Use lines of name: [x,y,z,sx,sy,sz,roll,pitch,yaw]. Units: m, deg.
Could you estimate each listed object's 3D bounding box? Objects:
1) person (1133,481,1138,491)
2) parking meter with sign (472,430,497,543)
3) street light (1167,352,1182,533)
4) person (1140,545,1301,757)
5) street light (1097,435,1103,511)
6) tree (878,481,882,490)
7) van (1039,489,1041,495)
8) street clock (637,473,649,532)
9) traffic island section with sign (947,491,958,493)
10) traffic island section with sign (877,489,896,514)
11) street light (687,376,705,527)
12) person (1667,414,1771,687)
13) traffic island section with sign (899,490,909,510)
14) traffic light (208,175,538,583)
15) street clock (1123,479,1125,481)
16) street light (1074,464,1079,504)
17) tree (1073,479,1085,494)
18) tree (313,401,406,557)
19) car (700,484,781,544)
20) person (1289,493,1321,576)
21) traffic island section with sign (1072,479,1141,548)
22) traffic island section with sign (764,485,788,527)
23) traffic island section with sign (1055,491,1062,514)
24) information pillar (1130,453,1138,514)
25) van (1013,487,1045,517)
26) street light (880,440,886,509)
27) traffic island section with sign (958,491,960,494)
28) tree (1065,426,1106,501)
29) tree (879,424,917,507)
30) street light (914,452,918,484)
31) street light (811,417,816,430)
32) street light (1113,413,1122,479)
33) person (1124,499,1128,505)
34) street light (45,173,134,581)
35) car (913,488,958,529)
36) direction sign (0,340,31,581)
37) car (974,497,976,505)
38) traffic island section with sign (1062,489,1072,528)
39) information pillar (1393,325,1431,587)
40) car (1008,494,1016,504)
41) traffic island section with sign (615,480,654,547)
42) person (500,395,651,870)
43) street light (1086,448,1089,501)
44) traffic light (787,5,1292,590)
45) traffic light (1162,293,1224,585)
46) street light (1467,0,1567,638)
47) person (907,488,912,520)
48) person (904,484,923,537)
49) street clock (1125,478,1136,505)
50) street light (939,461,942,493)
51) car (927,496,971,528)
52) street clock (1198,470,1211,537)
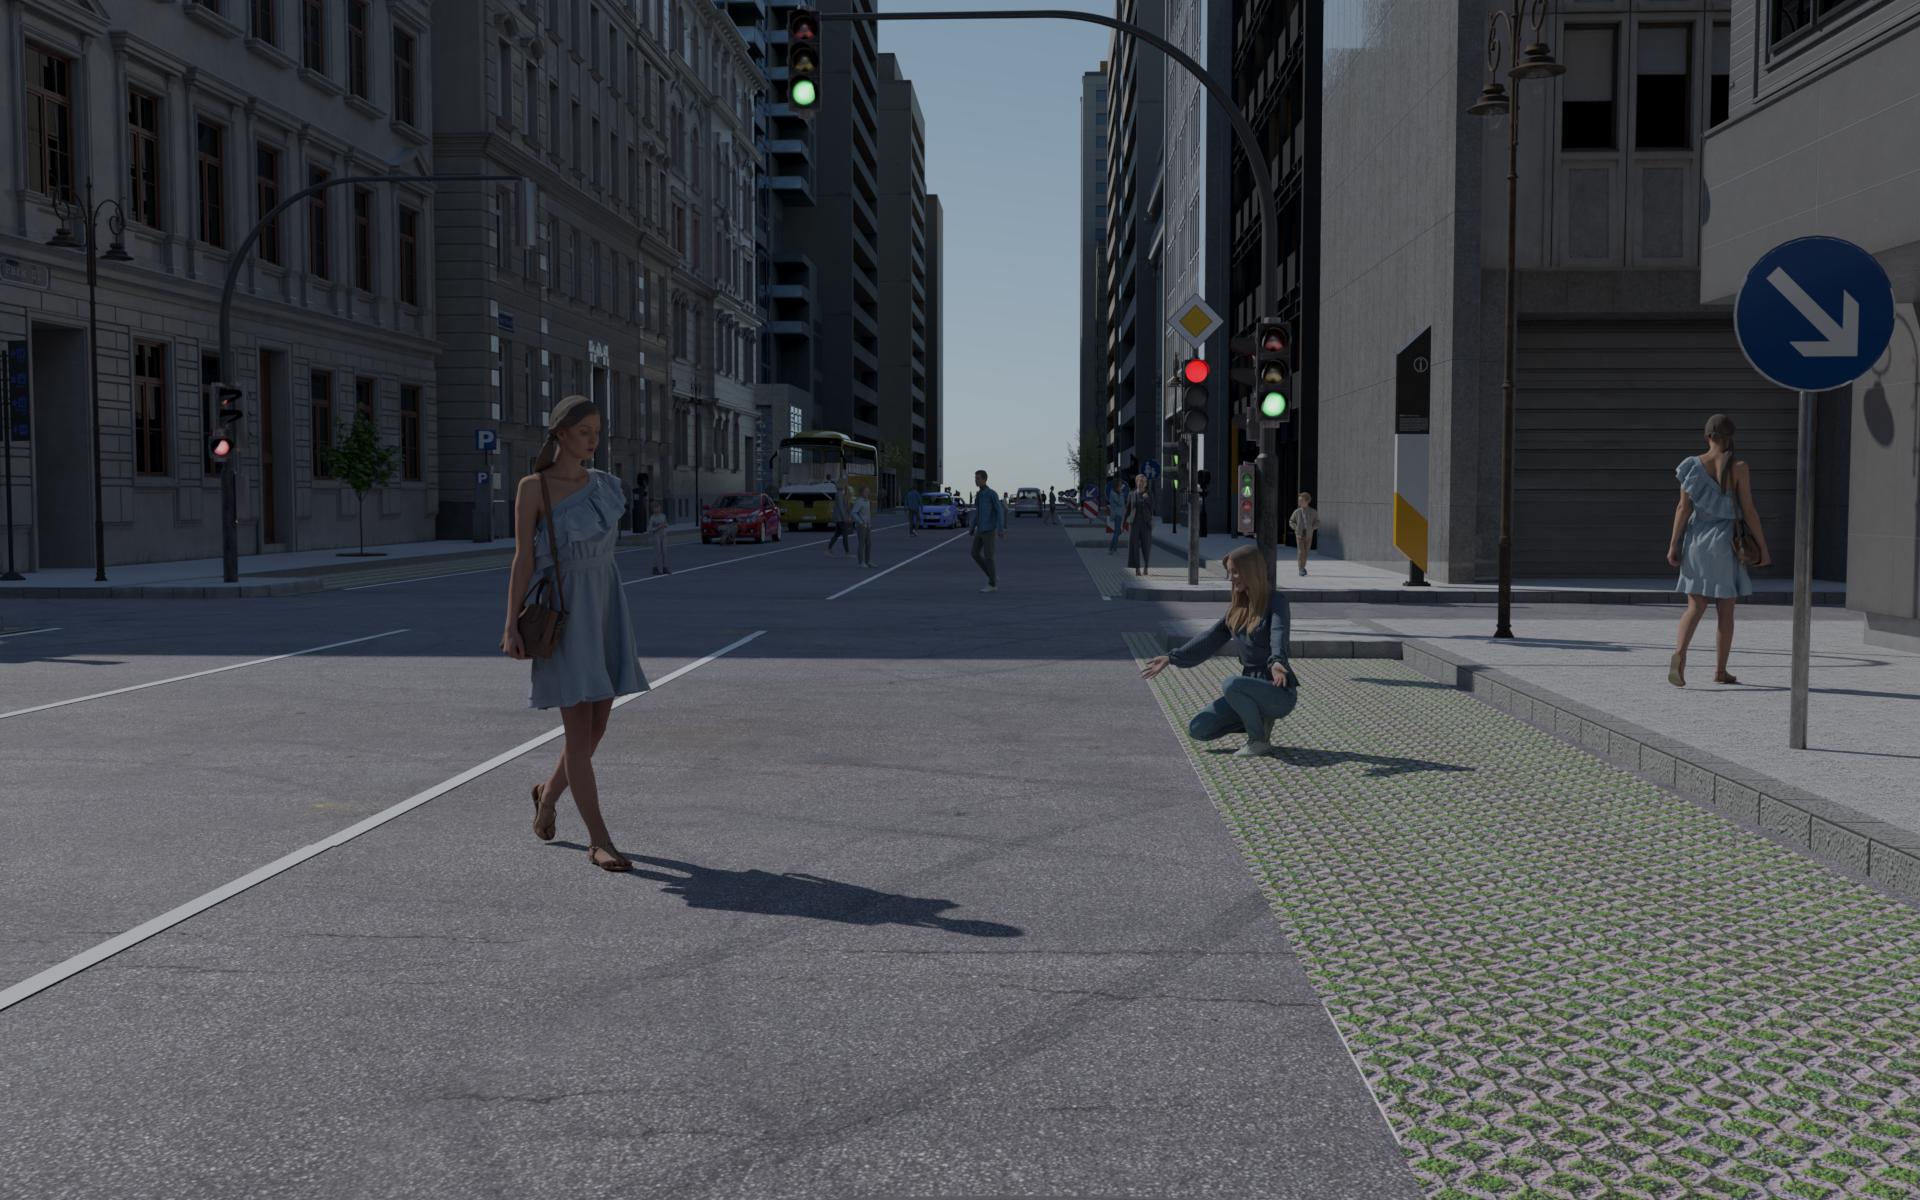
person: [7.498,-4.042,71.937,0.655,1.846,0.447,-1,4,-16]
parking meter with sign: [-12.711,-3.052,46.168,0.543,3.016,1.738,-1,4,-9]
street light: [6.996,-5.109,56.314,0.468,5.910,1.993,0,4,3]
person: [1.561,0.278,9.449,0.738,1.151,1.012,-2,4,-26]
street light: [10.705,-9.786,132.782,0.468,5.910,1.993,0,4,3]
tree: [-6.991,-8.664,136.250,1.663,3.219,1.824,0,3,0]
van: [8.702,-12.306,205.581,2.240,2.365,5.245,0,4,2]
street clock: [-10.680,-3.289,58.350,0.358,2.002,0.471,1,4,14]
traffic island section with sign: [-1.548,-12.162,207.483,1.989,1.847,2.006,0,4,3]
traffic island section with sign: [-5.646,-7.123,125.093,1.989,1.847,2.006,0,4,3]
street light: [-10.342,-5.823,67.989,0.468,5.910,1.993,0,4,3]
person: [5.041,-0.330,11.529,0.778,1.811,0.616,-3,5,-43]
traffic island section with sign: [-4.299,-8.770,152.015,1.989,1.847,2.006,0,4,3]
traffic light: [-8.474,-3.075,24.950,4.771,5.953,1.251,0,4,3]
street clock: [7.888,-4.743,82.124,0.358,2.002,0.471,-2,4,-30]
street light: [17.051,-17.458,258.229,0.468,5.910,1.993,0,4,3]
tree: [14.041,-12.467,198.431,1.663,3.219,1.824,0,3,0]
tree: [-12.299,-2.526,35.906,1.663,3.219,1.824,0,3,0]
car: [-6.446,-2.577,51.173,2.155,1.783,4.494,0,4,4]
person: [5.420,-1.032,27.190,0.475,1.303,0.640,0,4,0]
traffic island section with sign: [4.100,-2.324,46.622,1.989,1.847,2.006,0,4,3]
traffic island section with sign: [-8.145,-4.048,74.818,1.989,1.847,2.006,0,4,3]
traffic island section with sign: [7.919,-7.028,123.531,1.989,1.847,2.006,0,4,3]
information pillar: [9.836,-6.525,98.037,0.504,3.616,0.183,2,4,31]
van: [4.266,-6.136,107.342,2.013,2.044,4.112,0,4,4]
street light: [-6.527,-10.626,146.515,0.468,5.910,1.993,0,4,3]
traffic island section with sign: [-0.204,-13.812,234.459,1.989,1.847,2.006,0,4,3]
tree: [13.559,-14.531,187.946,4.737,8.622,4.395,0,3,0]
tree: [-6.275,-13.883,177.346,4.737,8.622,4.395,0,3,0]
street light: [-4.728,-12.972,184.871,0.468,5.910,1.993,0,4,3]
street light: [-8.756,-8.000,103.581,0.468,5.910,1.993,0,4,3]
street light: [8.998,-7.717,98.953,0.468,5.910,1.993,0,4,3]
person: [8.994,-5.398,94.427,0.709,1.813,0.853,3,4,38]
street light: [-12.671,-3.216,25.367,0.468,5.910,1.993,0,4,3]
car: [-1.018,-3.772,71.268,1.945,1.707,3.694,0,4,3]
direction sign: [-14.113,-2.059,25.670,0.876,3.537,0.379,1,4,19]
car: [2.856,-13.840,235.074,1.959,1.807,4.718,0,4,2]
traffic island section with sign: [5.474,-4.013,74.240,1.989,1.847,2.006,0,4,3]
information pillar: [6.279,-1.997,24.004,0.504,3.616,0.183,-1,4,-9]
car: [7.721,-14.303,244.083,2.015,1.641,3.980,0,4,4]
traffic island section with sign: [-9.488,-2.402,47.897,1.989,1.847,2.006,0,4,3]
person: [-1.545,0.112,6.770,0.616,1.811,0.778,-3,5,-42]
street light: [12.901,-12.393,175.411,0.468,5.910,1.993,0,4,3]
traffic light: [0.787,-2.548,16.336,4.771,5.953,1.251,0,4,3]
traffic light: [3.277,-2.167,24.349,0.839,4.253,0.868,0,4,3]
street light: [4.866,-2.601,15.322,0.468,5.910,1.993,0,4,3]
person: [-2.793,-5.425,97.452,0.529,1.795,0.600,-3,5,-43]
person: [-1.553,-3.004,57.952,0.601,1.785,0.444,1,4,18]
street clock: [7.853,-4.530,78.631,0.471,2.002,0.358,0,4,4]
street light: [-2.583,-15.583,227.561,0.468,5.910,1.993,0,4,3]
car: [-0.494,-3.832,75.231,1.945,1.354,3.894,0,4,3]
street clock: [7.204,-2.857,51.277,0.358,2.002,0.471,-1,4,-23]
